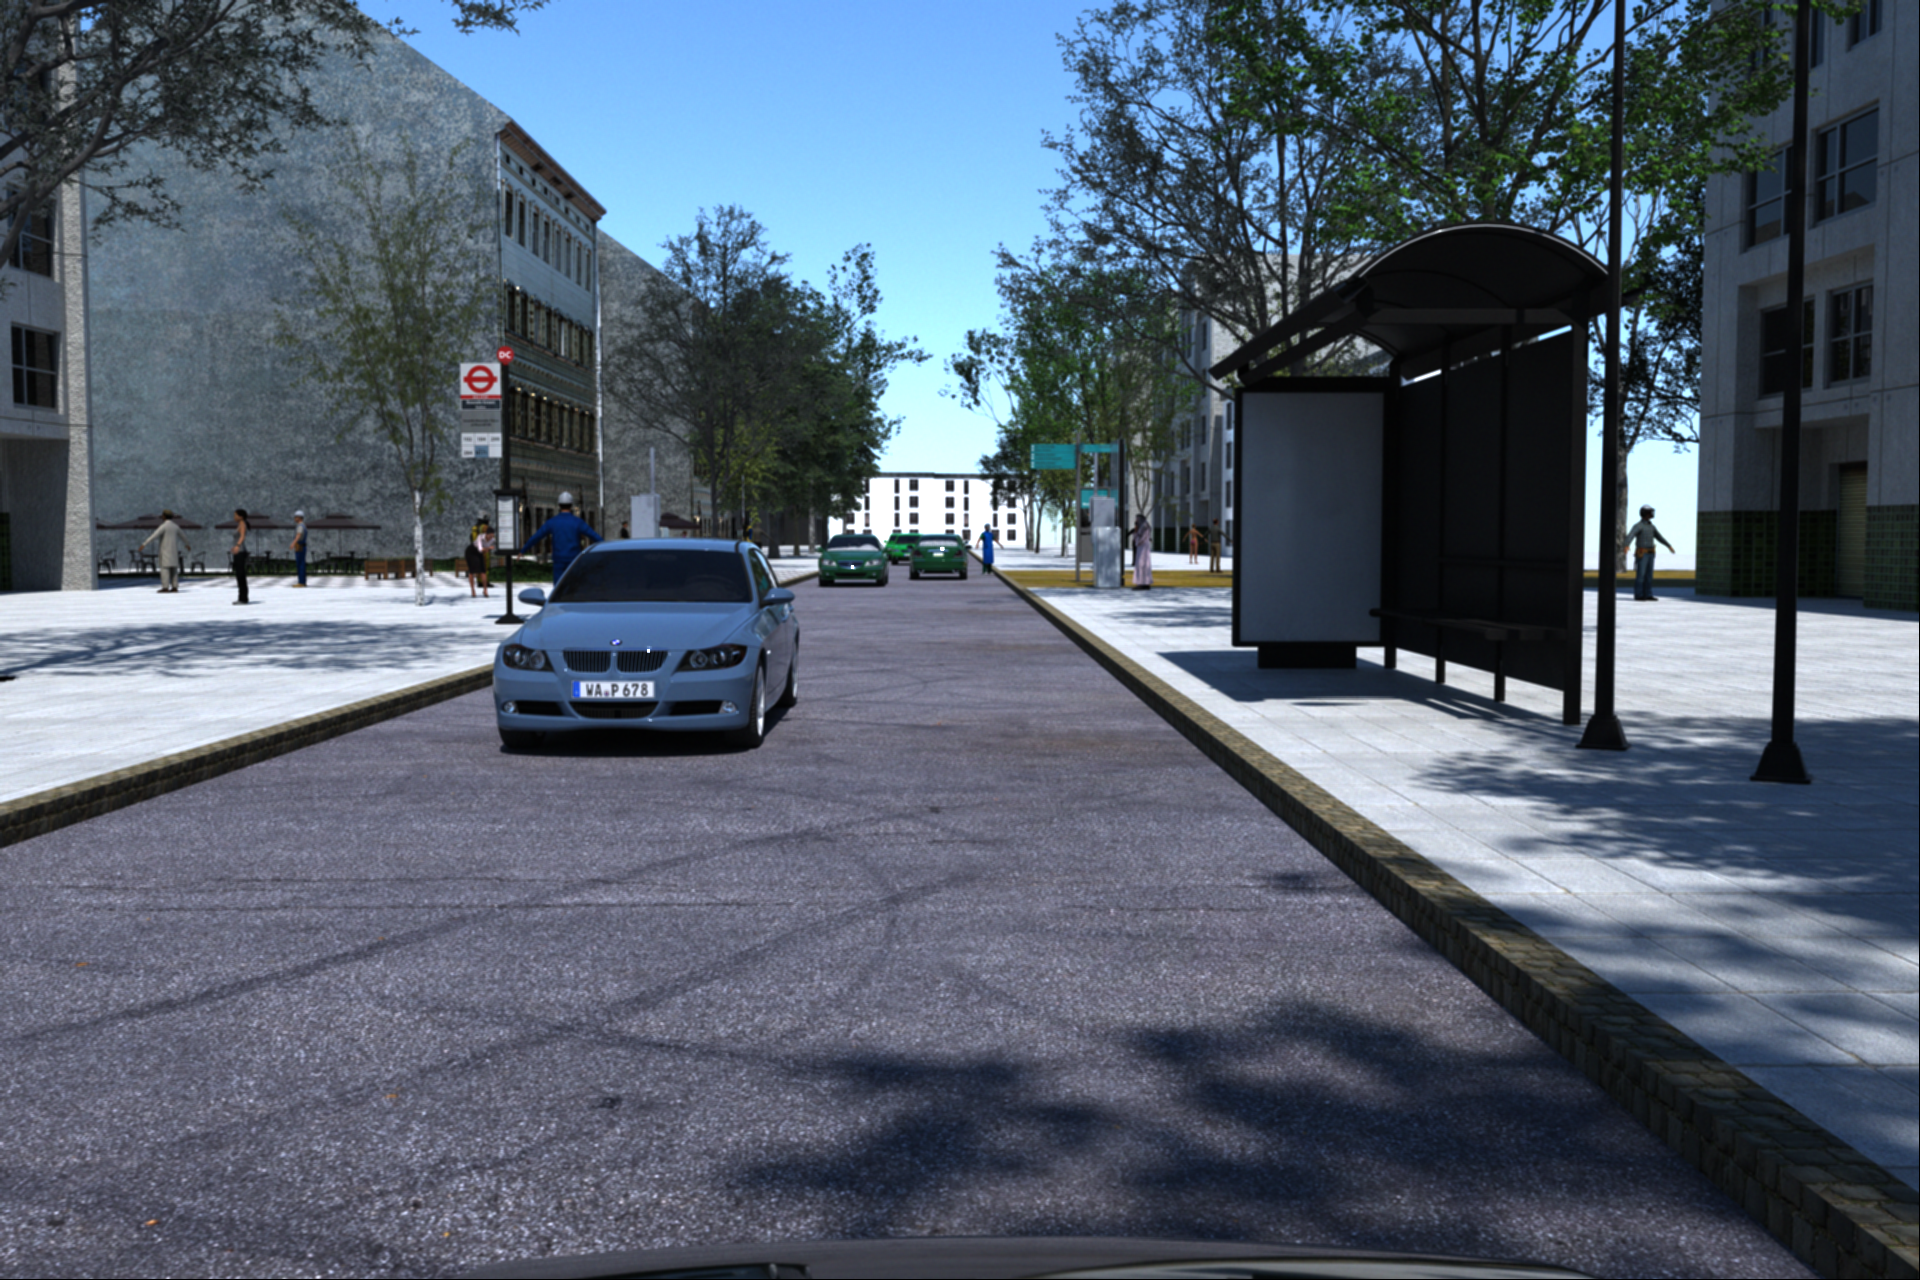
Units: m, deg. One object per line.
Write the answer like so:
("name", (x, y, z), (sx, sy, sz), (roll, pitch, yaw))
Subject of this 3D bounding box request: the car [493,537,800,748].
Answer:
("car", (-2.216, -0.070, 13.144), (2.014, 1.417, 4.499), (0, 4, -1))

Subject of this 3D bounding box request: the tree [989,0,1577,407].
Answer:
("tree", (6.054, -7.462, 32.367), (12.009, 13.543, 11.850), (0, 3, 0))

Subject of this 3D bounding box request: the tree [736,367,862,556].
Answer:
("tree", (-9.454, -10.704, 100.763), (9.928, 11.665, 9.643), (0, 3, 0))

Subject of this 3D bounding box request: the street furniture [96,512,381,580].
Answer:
("street furniture", (-31.380, -2.644, 48.265), (27.439, 1.986, 14.083), (0, 4, -4))

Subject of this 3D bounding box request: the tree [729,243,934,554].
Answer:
("tree", (-8.484, -15.681, 112.275), (12.611, 20.169, 13.585), (0, 3, 0))

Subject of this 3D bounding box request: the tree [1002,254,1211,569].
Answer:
("tree", (5.402, -8.443, 63.795), (9.928, 11.665, 9.643), (0, 3, 0))

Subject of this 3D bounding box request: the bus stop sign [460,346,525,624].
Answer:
("bus stop sign", (-6.670, -2.201, 24.694), (0.855, 3.939, 0.416), (0, 4, 1))

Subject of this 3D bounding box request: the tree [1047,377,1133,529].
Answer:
("tree", (6.004, -7.769, 77.386), (4.737, 8.622, 4.395), (0, 3, 0))

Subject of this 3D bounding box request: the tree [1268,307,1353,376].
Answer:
("tree", (11.058, -6.448, 55.788), (4.737, 8.622, 4.395), (0, 3, 0))

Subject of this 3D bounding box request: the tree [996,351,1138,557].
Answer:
("tree", (6.037, -10.473, 96.981), (9.928, 11.665, 9.643), (0, 3, 0))

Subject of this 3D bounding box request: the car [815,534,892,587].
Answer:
("car", (-2.965, -2.260, 48.746), (2.131, 1.459, 4.920), (0, 4, -1))

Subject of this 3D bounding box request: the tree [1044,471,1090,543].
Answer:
("tree", (15.047, -19.178, 239.313), (9.928, 11.665, 9.643), (0, 3, 0))

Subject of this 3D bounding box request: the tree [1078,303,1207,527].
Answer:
("tree", (5.810, -6.389, 54.821), (4.360, 8.622, 3.978), (0, 3, 0))

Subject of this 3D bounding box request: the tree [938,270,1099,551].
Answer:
("tree", (4.758, -16.595, 127.210), (12.611, 20.169, 13.585), (0, 3, 0))

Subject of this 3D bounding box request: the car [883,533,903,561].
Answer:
("car", (-3.128, -5.176, 93.431), (1.959, 1.807, 4.718), (0, 3, 0))

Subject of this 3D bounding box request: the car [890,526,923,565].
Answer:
("car", (-2.309, -4.447, 81.503), (1.959, 1.807, 4.718), (0, 4, 0))

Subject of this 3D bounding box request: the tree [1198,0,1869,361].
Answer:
("tree", (6.429, -5.800, 20.593), (9.928, 11.665, 9.643), (0, 3, 0))

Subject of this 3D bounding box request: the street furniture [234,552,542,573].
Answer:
("street furniture", (-19.267, -2.679, 59.421), (10.072, 0.657, 5.734), (0, 4, -7))

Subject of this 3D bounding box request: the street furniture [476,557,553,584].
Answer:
("street furniture", (-9.881, -1.976, 47.927), (5.734, 0.657, 10.072), (0, 4, 2))

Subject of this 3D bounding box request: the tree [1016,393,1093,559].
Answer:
("tree", (5.255, -8.470, 88.850), (4.737, 8.622, 4.395), (0, 3, 0))

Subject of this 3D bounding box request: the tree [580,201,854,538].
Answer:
("tree", (-8.939, -9.369, 63.548), (12.009, 13.543, 11.850), (0, 3, 0))

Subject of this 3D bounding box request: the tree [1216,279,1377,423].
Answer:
("tree", (9.155, -5.999, 48.452), (4.737, 8.622, 4.395), (0, 3, 0))

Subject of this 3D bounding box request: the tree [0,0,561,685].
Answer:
("tree", (-8.626, -6.367, 14.463), (12.009, 13.543, 11.850), (0, 3, 0))

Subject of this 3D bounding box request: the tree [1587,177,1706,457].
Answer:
("tree", (19.082, -6.694, 43.853), (7.601, 10.594, 8.767), (1, 4, 8))

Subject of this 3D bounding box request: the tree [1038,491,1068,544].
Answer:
("tree", (13.059, -17.225, 231.986), (4.360, 8.622, 3.978), (0, 3, 0))

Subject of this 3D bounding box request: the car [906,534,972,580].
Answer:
("car", (-0.674, -2.689, 55.760), (2.131, 1.459, 4.920), (0, 4, 0))

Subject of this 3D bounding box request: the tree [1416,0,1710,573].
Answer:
("tree", (20.966, -12.209, 55.514), (12.611, 20.169, 13.585), (0, 3, 0))

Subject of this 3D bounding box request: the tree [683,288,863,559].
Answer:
("tree", (-9.606, -11.108, 88.269), (9.857, 13.997, 8.962), (0, 3, 0))

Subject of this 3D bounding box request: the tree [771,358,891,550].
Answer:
("tree", (-9.978, -13.436, 126.331), (9.857, 13.997, 8.962), (0, 3, 0))

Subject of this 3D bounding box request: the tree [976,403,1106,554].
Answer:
("tree", (5.191, -10.970, 113.766), (8.767, 10.594, 7.601), (-1, 4, -21))

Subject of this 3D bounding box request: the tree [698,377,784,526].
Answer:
("tree", (-9.805, -7.877, 79.150), (4.737, 8.622, 4.395), (0, 3, 0))

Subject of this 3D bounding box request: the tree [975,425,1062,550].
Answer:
("tree", (5.359, -12.784, 143.434), (7.601, 10.594, 8.767), (2, 4, 29))

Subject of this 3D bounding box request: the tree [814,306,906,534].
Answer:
("tree", (-10.744, -17.781, 146.608), (12.611, 20.169, 13.585), (0, 3, 0))

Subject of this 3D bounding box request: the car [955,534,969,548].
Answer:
("car", (-0.617, -4.670, 88.160), (2.131, 1.459, 4.920), (0, 3, 0))

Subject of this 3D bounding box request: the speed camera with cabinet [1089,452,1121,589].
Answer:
("speed camera with cabinet", (3.477, -2.877, 41.369), (0.660, 3.252, 2.038), (0, 3, 0))

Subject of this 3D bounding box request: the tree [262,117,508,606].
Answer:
("tree", (-9.479, -4.922, 30.835), (4.360, 8.622, 3.978), (0, 3, 0))
